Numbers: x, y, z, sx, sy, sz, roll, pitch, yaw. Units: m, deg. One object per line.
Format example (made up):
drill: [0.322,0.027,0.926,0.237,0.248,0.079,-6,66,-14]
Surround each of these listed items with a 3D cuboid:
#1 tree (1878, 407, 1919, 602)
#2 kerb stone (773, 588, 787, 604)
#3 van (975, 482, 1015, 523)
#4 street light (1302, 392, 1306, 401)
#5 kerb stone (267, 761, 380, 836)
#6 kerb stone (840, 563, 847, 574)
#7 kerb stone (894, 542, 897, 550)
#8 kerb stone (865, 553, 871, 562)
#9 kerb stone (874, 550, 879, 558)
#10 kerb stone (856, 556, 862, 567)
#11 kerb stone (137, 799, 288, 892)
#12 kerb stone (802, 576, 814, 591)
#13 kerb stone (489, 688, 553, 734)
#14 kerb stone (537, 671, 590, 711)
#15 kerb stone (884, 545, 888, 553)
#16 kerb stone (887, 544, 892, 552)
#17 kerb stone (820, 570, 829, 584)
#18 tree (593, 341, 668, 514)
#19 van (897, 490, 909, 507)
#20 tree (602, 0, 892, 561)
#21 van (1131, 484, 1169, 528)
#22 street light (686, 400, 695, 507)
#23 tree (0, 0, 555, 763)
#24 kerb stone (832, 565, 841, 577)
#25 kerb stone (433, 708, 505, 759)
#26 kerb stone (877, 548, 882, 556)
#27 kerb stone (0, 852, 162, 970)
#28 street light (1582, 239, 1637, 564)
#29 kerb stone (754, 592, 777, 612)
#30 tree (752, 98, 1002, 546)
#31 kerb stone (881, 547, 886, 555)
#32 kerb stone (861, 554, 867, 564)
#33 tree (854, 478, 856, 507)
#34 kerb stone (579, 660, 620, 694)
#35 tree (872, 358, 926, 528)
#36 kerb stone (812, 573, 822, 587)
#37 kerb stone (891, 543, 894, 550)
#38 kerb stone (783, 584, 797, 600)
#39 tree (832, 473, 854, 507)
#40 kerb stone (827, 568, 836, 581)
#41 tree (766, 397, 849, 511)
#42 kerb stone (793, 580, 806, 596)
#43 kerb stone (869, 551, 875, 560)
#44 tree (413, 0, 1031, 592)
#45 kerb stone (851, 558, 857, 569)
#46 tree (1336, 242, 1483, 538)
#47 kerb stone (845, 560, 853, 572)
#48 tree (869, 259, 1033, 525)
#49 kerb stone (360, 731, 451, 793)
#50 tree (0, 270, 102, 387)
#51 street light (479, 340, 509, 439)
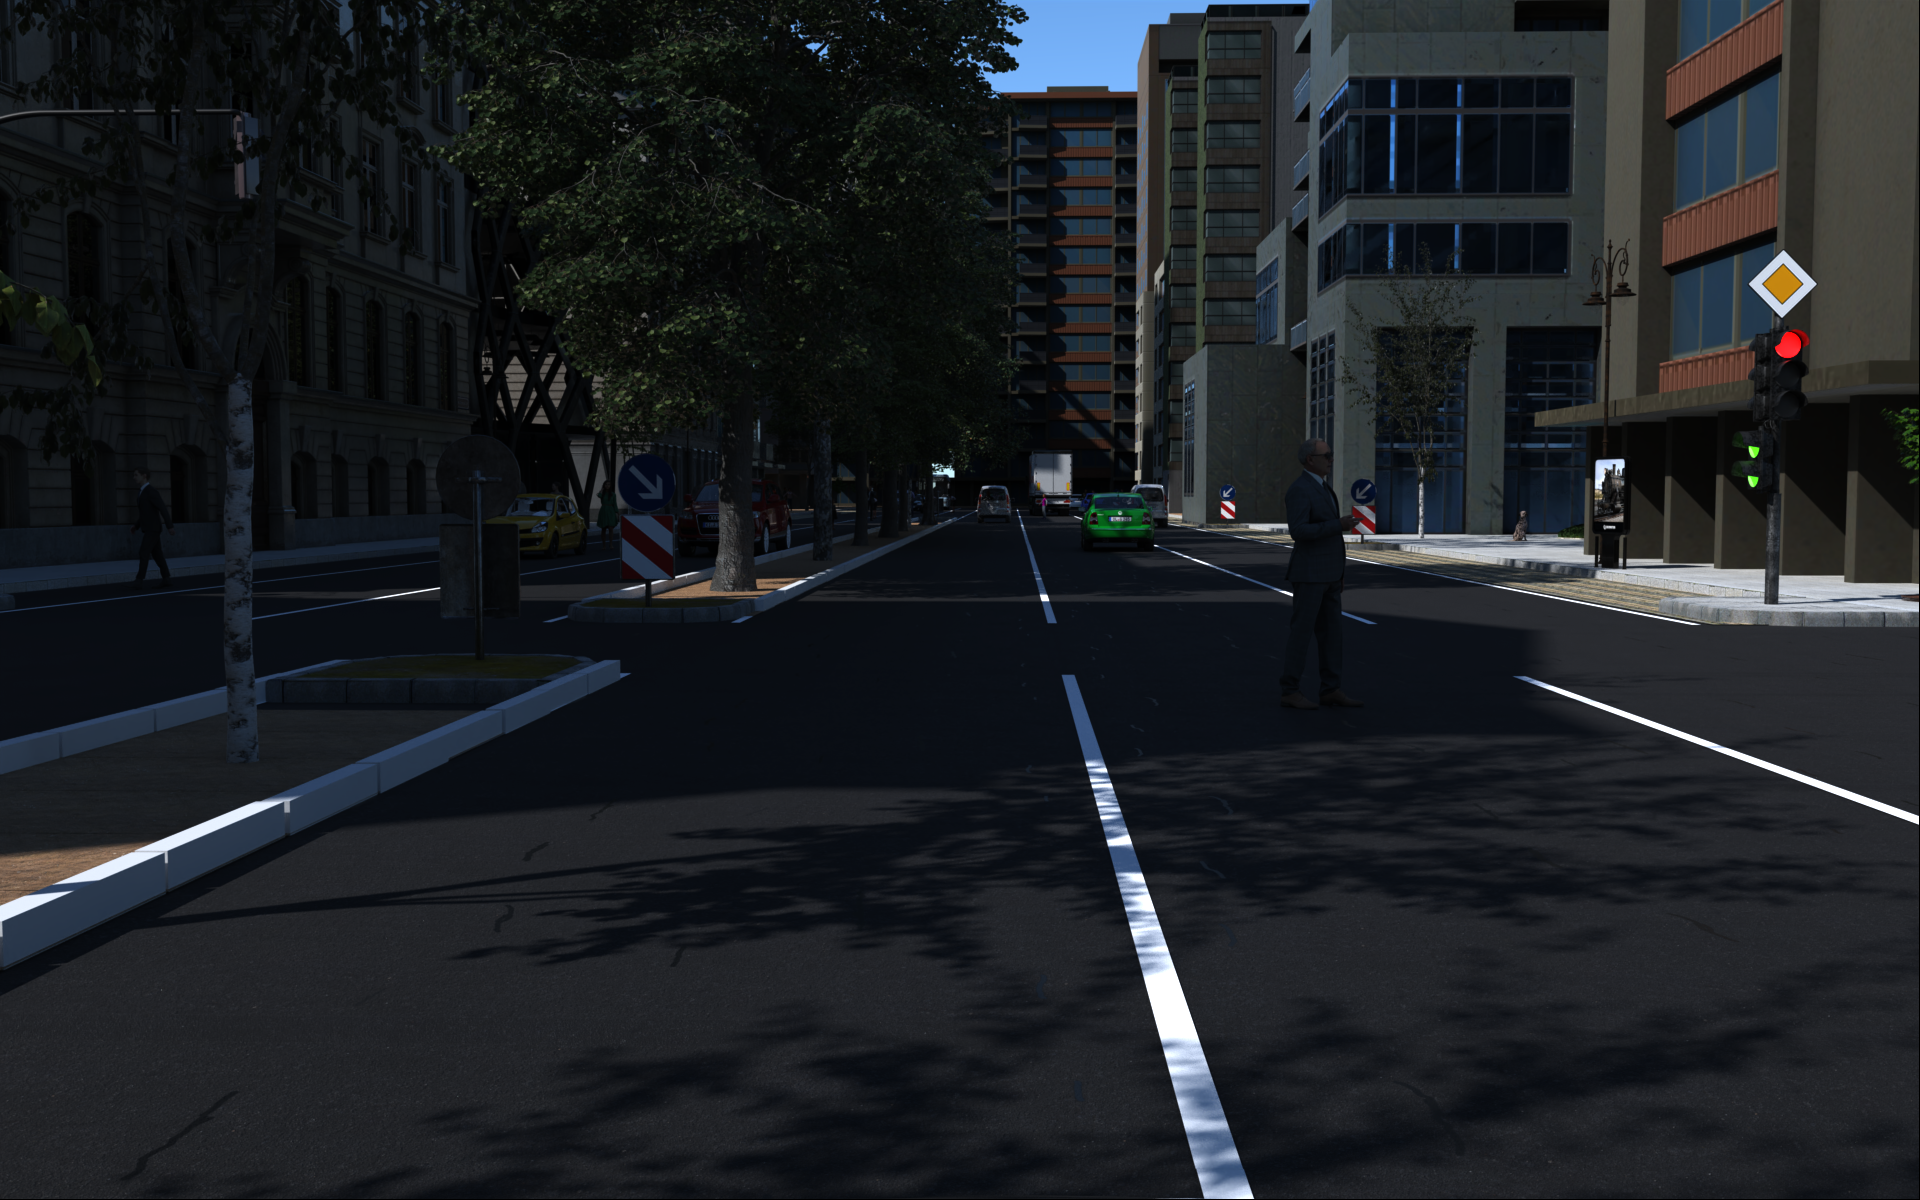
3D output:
tree: [11.834,-1.602,20.801,1.663,3.219,1.824,0,3,0]
kerb stone: [-2.414,-0.024,22.596,0.120,0.150,1.000,0,4,2]
van: [1.741,-4.912,87.321,2.013,2.044,4.112,0,4,2]
street light: [12.785,-5.529,63.187,0.468,5.910,1.993,0,4,2]
kerb stone: [-2.853,0.887,7.760,0.120,0.150,1.000,0,4,2]
kerb stone: [-2.166,-0.521,30.779,0.120,0.150,1.000,0,4,2]
kerb stone: [-1.751,-1.339,44.093,0.120,0.150,1.000,0,4,2]
kerb stone: [-2.003,-0.838,35.903,0.120,0.150,1.000,0,4,2]
kerb stone: [-1.935,-0.964,37.950,0.120,0.150,1.000,0,4,2]
kerb stone: [-2.062,-0.713,33.856,0.120,0.150,1.000,0,4,2]
kerb stone: [-2.894,0.946,6.731,0.120,0.150,1.000,0,4,2]
kerb stone: [-2.318,-0.212,25.666,0.120,0.150,1.000,0,4,2]
kerb stone: [-2.756,0.695,10.834,0.120,0.150,1.000,0,4,2]
kerb stone: [-2.736,0.632,11.855,0.120,0.150,1.000,0,4,2]
kerb stone: [-1.856,-1.151,41.025,0.120,0.150,1.000,0,4,2]
kerb stone: [-1.817,-1.214,42.050,0.120,0.150,1.000,0,4,2]
kerb stone: [-2.255,-0.335,27.709,0.120,0.150,1.000,0,4,2]
tree: [-14.349,-7.619,74.938,4.737,8.622,4.395,0,3,0]
van: [-5.459,-9.664,165.021,2.013,2.044,4.112,0,4,0]
tree: [-4.135,-10.956,37.475,12.611,20.169,13.585,0,3,0]
van: [8.099,-4.172,75.223,2.013,2.044,4.112,0,4,2]
street light: [-13.052,-6.746,83.085,0.468,5.910,1.993,0,4,2]
tree: [-3.831,-3.449,9.207,4.360,8.622,3.978,0,3,0]
kerb stone: [-2.190,-0.458,29.753,0.120,0.150,1.000,0,4,2]
kerb stone: [-2.801,0.764,9.810,0.120,0.150,1.000,0,4,2]
kerb stone: [-1.914,-1.025,38.979,0.120,0.150,1.000,0,4,2]
kerb stone: [-2.922,1.009,5.707,0.120,0.150,1.000,0,4,2]
street light: [11.796,-3.597,31.604,0.468,5.910,1.993,0,4,2]
kerb stone: [-2.438,0.038,21.573,0.120,0.150,1.000,0,4,2]
tree: [-2.822,-7.781,47.801,7.486,12.596,7.792,0,3,0]
kerb stone: [-1.874,-1.089,40.001,0.120,0.150,1.000,0,4,2]
kerb stone: [-2.035,-0.776,34.878,0.120,0.150,1.000,0,4,2]
tree: [-10.317,-10.925,173.226,1.663,3.219,1.824,0,3,0]
kerb stone: [-2.700,0.570,12.882,0.120,0.150,1.000,0,4,2]
tree: [-2.125,-7.322,72.527,4.360,8.622,3.978,0,3,0]
kerb stone: [-2.288,-0.272,26.688,0.120,0.150,1.000,0,4,2]
kerb stone: [-1.788,-1.277,43.071,0.120,0.150,1.000,0,4,2]
kerb stone: [-2.375,-0.087,23.617,0.120,0.150,1.000,0,4,2]
tree: [-10.892,-9.917,156.743,1.663,3.219,1.824,0,3,0]
kerb stone: [-2.218,-0.399,28.731,0.120,0.150,1.000,0,4,2]
tree: [-11.501,-12.165,133.316,7.601,10.594,8.767,1,4,15]
kerb stone: [-2.345,-0.150,24.640,0.120,0.150,1.000,0,4,2]
kerb stone: [-1.976,-0.901,36.928,0.120,0.150,1.000,0,4,2]
tree: [-3.333,-7.100,25.203,9.857,13.997,8.962,0,3,0]
kerb stone: [-2.097,-0.646,32.830,0.120,0.150,1.000,0,4,2]
tree: [13.122,-6.082,49.805,4.360,8.622,3.978,0,3,0]
kerb stone: [-2.126,-0.587,31.801,0.120,0.150,1.000,0,4,2]
tree: [-1.428,-9.785,79.457,9.611,12.733,9.660,0,3,0]
kerb stone: [-2.818,0.821,8.786,0.120,0.150,1.000,0,4,2]
tree: [-3.945,-3.165,4.568,4.737,8.622,4.395,0,3,0]
street light: [-13.966,-4.848,52.046,0.468,5.910,1.993,0,4,2]
